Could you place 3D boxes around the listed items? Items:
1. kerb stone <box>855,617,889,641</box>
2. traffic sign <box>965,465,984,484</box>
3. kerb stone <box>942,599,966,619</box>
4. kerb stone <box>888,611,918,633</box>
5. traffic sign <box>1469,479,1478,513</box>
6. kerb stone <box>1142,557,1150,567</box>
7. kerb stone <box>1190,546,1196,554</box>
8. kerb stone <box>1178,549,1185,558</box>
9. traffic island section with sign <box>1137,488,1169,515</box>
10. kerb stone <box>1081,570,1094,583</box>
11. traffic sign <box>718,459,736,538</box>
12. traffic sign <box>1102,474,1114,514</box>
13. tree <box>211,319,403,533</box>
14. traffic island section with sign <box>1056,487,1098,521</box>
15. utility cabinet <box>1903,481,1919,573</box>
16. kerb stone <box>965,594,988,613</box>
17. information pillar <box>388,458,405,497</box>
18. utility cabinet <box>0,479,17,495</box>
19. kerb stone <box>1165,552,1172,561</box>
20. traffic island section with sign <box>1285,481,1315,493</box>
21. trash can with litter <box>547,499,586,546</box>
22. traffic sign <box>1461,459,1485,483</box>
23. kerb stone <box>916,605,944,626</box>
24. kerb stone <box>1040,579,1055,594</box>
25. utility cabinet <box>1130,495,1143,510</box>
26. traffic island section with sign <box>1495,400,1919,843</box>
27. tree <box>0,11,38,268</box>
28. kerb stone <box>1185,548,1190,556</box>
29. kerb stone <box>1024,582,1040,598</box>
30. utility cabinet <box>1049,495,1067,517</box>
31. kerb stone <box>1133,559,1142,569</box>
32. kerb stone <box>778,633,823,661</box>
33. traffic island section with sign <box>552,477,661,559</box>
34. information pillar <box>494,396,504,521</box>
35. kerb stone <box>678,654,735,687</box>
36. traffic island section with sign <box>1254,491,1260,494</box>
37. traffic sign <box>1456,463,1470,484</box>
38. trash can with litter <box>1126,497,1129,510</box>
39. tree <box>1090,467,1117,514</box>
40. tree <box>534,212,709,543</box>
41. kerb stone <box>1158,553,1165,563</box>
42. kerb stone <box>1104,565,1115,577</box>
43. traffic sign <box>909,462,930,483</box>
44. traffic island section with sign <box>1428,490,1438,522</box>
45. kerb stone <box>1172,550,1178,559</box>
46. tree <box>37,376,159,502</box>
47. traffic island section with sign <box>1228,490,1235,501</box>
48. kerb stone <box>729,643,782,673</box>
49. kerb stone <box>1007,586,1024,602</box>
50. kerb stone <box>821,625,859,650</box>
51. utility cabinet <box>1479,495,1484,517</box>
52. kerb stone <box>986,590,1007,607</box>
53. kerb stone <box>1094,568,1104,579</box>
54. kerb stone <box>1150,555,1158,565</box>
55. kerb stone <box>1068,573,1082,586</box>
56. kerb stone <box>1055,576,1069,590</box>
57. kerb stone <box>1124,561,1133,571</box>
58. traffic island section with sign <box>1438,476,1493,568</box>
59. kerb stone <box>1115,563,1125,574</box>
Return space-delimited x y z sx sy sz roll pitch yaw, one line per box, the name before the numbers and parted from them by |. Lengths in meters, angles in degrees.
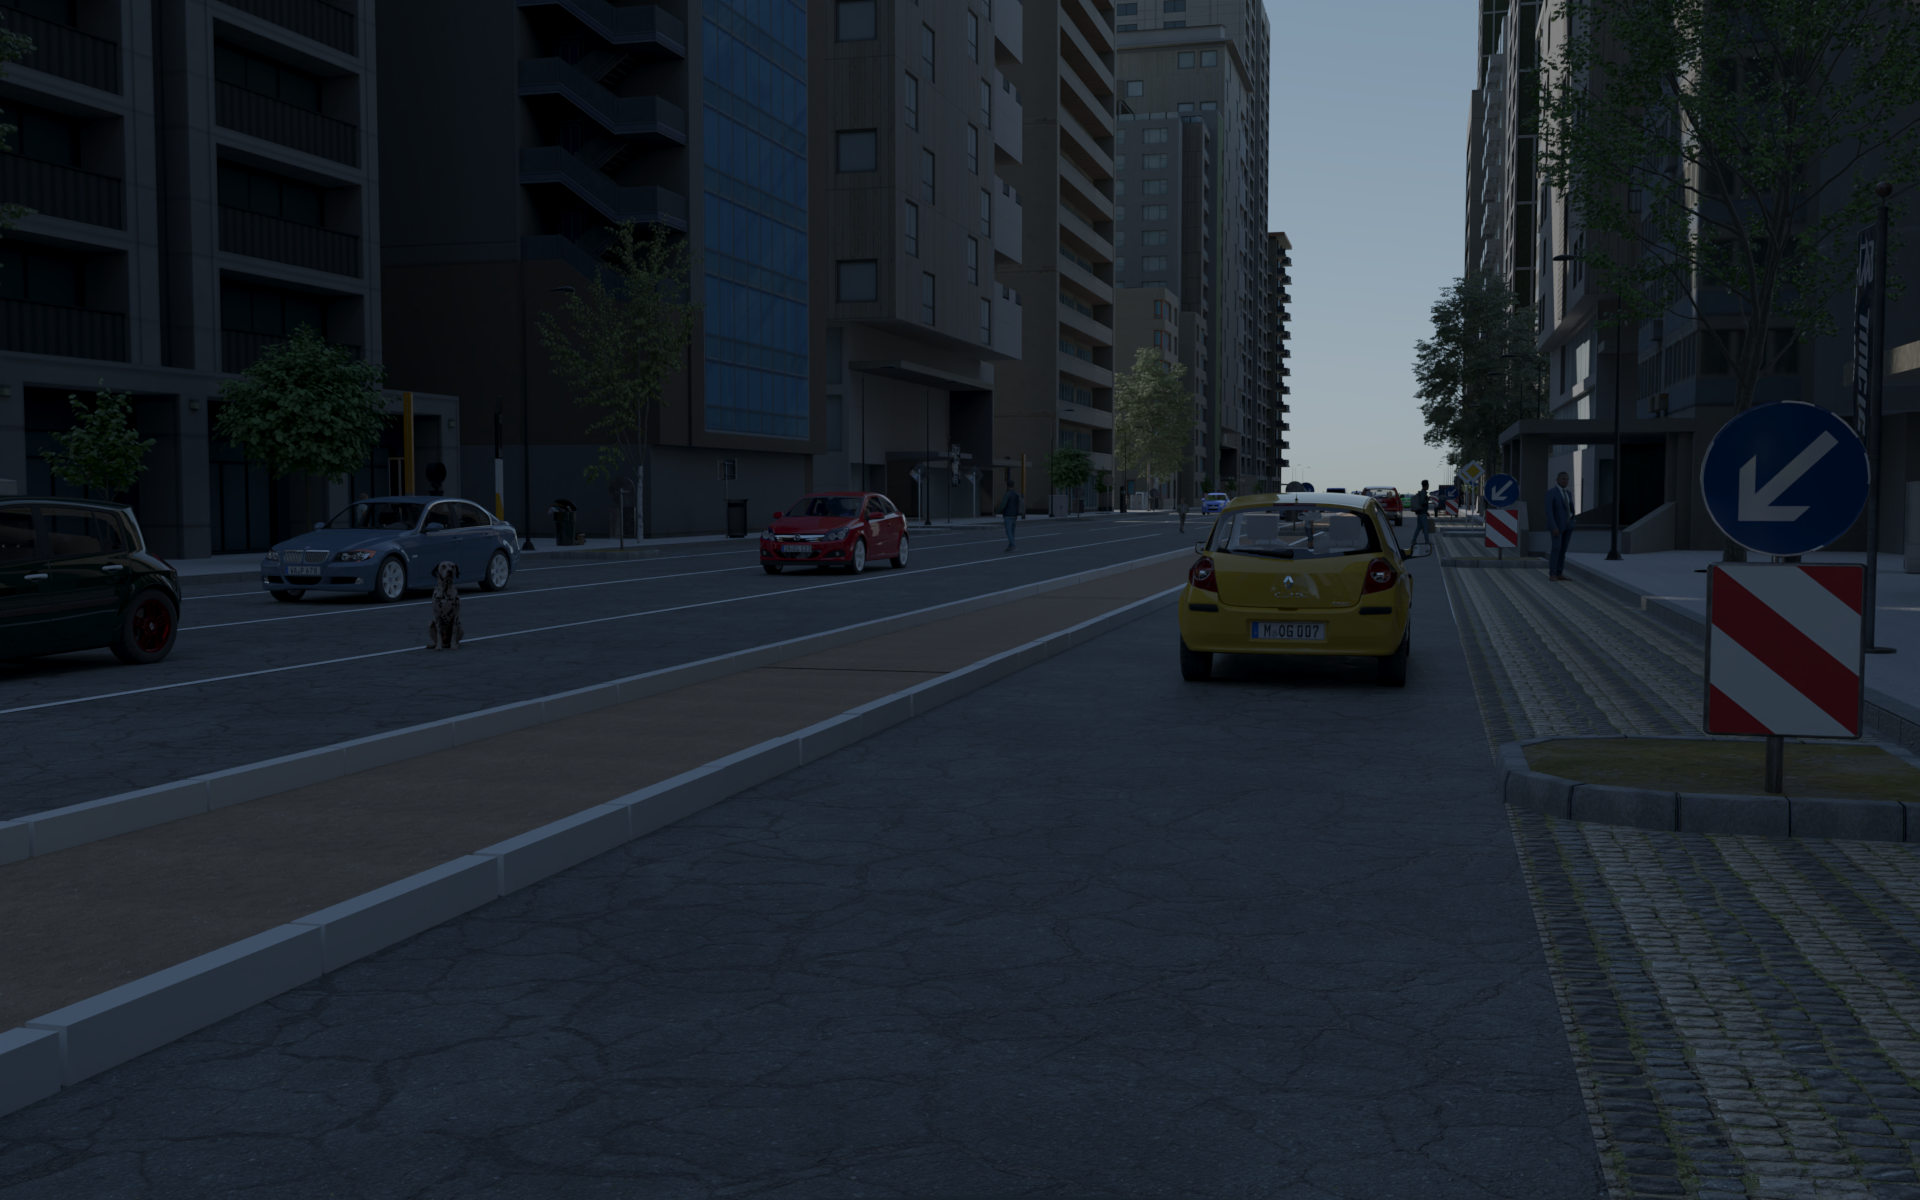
kerb stone | -0.933 0.307 17.184 0.120 0.150 1.000 1 4 15
traffic sign | 0.573 -4.182 70.574 0.795 2.593 0.064 1 4 15
kerb stone | -0.141 0.125 20.147 0.120 0.150 1.000 1 4 15
kerb stone | -0.661 0.246 18.170 0.120 0.150 1.000 1 4 15
traffic sign | 34.121 -7.027 115.003 0.768 2.556 0.104 1 4 21
kerb stone | 3.551 -0.723 34.010 0.120 0.150 1.000 1 4 15
kerb stone | 5.394 -1.146 40.925 0.120 0.150 1.000 1 4 15
kerb stone | 4.874 -1.025 38.947 0.120 0.150 1.000 1 4 15
traffic island section with sign | 13.249 -6.709 118.326 1.989 1.847 2.006 1 4 15
kerb stone | 1.977 -0.359 28.068 0.120 0.150 1.000 1 4 15
traffic sign | -6.727 -2.924 49.935 0.606 2.300 0.079 1 4 23
traffic sign | 9.400 -6.743 110.349 0.768 2.556 0.104 1 4 21
tree | -12.237 -2.996 32.694 4.285 4.588 4.351 0 3 0
traffic island section with sign | 6.252 -5.101 92.034 1.989 1.847 2.006 1 4 15
utility cabinet | 15.578 -1.195 28.220 0.318 1.500 1.173 2 4 26
kerb stone | 0.127 0.065 21.134 0.120 0.150 1.000 1 4 15
information pillar | -11.339 -1.871 35.078 0.304 2.012 0.304 2 4 25
utility cabinet | -13.759 -0.952 24.251 0.318 1.500 1.173 1 4 15
kerb stone | 4.343 -0.903 36.973 0.120 0.150 1.000 1 4 15
traffic island section with sign | 13.400 -3.593 66.884 2.006 1.907 1.989 1 4 15
trash can with litter | -9.772 -1.943 43.149 0.624 1.170 1.055 1 4 14
traffic sign | 17.160 -3.407 57.890 0.795 2.593 0.064 1 4 15
kerb stone | -0.398 0.186 19.158 0.120 0.150 1.000 1 4 15
kerb stone | 1.180 -0.178 25.103 0.120 0.150 1.000 1 4 15
utility cabinet | 14.230 -7.858 139.637 1.020 1.237 0.306 -2 4 -32
traffic island section with sign | 3.586 0.031 8.122 1.989 1.847 2.006 1 4 15
tree | -15.295 -6.309 21.279 7.486 12.596 7.792 0 3 0
kerb stone | 5.127 -1.085 39.938 0.120 0.150 1.000 1 4 15
kerb stone | 0.910 -0.117 24.116 0.120 0.150 1.000 1 4 15
utility cabinet | 5.461 -5.219 96.485 1.020 1.237 0.306 0 4 -3
kerb stone | 3.292 -0.662 33.016 0.120 0.150 1.000 1 4 15
kerb stone | -1.449 0.428 15.204 0.120 0.150 1.000 1 4 15
traffic island section with sign | -7.858 -1.861 39.058 1.989 1.847 2.006 1 4 15
information pillar | -10.955 -3.048 41.182 0.183 3.616 0.504 0 4 -4
kerb stone | -1.985 0.551 13.222 0.120 0.150 1.000 1 4 15
traffic island section with sign | 33.231 -11.299 193.358 1.989 1.847 2.006 1 4 15
traffic sign | 19.215 -3.879 65.608 0.795 2.593 0.064 1 4 15
trash can with litter | 13.118 -7.770 138.424 0.624 1.170 1.055 1 4 14
tree | 9.221 -7.237 112.921 1.663 3.219 1.824 0 3 0
tree | -8.549 -5.790 45.033 4.737 8.622 4.395 0 3 0
kerb stone | 4.075 -0.843 35.986 0.120 0.150 1.000 1 4 15
kerb stone | 2.497 -0.474 30.051 0.120 0.150 1.000 1 4 15
traffic sign | -1.482 -3.710 62.856 0.795 2.593 0.064 1 4 15
traffic island section with sign | 24.747 -4.829 87.585 1.989 1.847 2.006 1 4 15
kerb stone | 4.601 -0.964 37.962 0.120 0.150 1.000 1 4 15
tree | -14.056 -2.075 28.528 1.663 3.219 1.824 0 3 0
traffic island section with sign | 26.170 -9.677 166.848 1.989 1.847 2.006 1 4 15
kerb stone | -1.719 0.488 14.217 0.120 0.150 1.000 1 4 15
kerb stone | 0.655 -0.054 23.120 0.120 0.150 1.000 1 4 15
kerb stone | -1.186 0.368 16.192 0.120 0.150 1.000 1 4 15
utility cabinet | 29.995 -5.381 99.133 0.306 1.237 1.020 2 4 31
kerb stone | 0.389 0.004 22.126 0.120 0.150 1.000 1 4 15
kerb stone | 2.230 -0.420 29.062 0.120 0.150 1.000 1 4 15
kerb stone | 3.818 -0.783 34.997 0.120 0.150 1.000 1 4 15
kerb stone | 1.707 -0.299 27.081 0.120 0.150 1.000 1 4 15
kerb stone | 1.444 -0.238 26.092 0.120 0.150 1.000 1 4 15
kerb stone | 3.022 -0.600 32.030 0.120 0.150 1.000 1 4 15
traffic island section with sign | 10.534 -1.562 34.170 1.989 1.847 2.006 1 4 15
kerb stone | 2.761 -0.541 31.042 0.120 0.150 1.000 1 4 15
